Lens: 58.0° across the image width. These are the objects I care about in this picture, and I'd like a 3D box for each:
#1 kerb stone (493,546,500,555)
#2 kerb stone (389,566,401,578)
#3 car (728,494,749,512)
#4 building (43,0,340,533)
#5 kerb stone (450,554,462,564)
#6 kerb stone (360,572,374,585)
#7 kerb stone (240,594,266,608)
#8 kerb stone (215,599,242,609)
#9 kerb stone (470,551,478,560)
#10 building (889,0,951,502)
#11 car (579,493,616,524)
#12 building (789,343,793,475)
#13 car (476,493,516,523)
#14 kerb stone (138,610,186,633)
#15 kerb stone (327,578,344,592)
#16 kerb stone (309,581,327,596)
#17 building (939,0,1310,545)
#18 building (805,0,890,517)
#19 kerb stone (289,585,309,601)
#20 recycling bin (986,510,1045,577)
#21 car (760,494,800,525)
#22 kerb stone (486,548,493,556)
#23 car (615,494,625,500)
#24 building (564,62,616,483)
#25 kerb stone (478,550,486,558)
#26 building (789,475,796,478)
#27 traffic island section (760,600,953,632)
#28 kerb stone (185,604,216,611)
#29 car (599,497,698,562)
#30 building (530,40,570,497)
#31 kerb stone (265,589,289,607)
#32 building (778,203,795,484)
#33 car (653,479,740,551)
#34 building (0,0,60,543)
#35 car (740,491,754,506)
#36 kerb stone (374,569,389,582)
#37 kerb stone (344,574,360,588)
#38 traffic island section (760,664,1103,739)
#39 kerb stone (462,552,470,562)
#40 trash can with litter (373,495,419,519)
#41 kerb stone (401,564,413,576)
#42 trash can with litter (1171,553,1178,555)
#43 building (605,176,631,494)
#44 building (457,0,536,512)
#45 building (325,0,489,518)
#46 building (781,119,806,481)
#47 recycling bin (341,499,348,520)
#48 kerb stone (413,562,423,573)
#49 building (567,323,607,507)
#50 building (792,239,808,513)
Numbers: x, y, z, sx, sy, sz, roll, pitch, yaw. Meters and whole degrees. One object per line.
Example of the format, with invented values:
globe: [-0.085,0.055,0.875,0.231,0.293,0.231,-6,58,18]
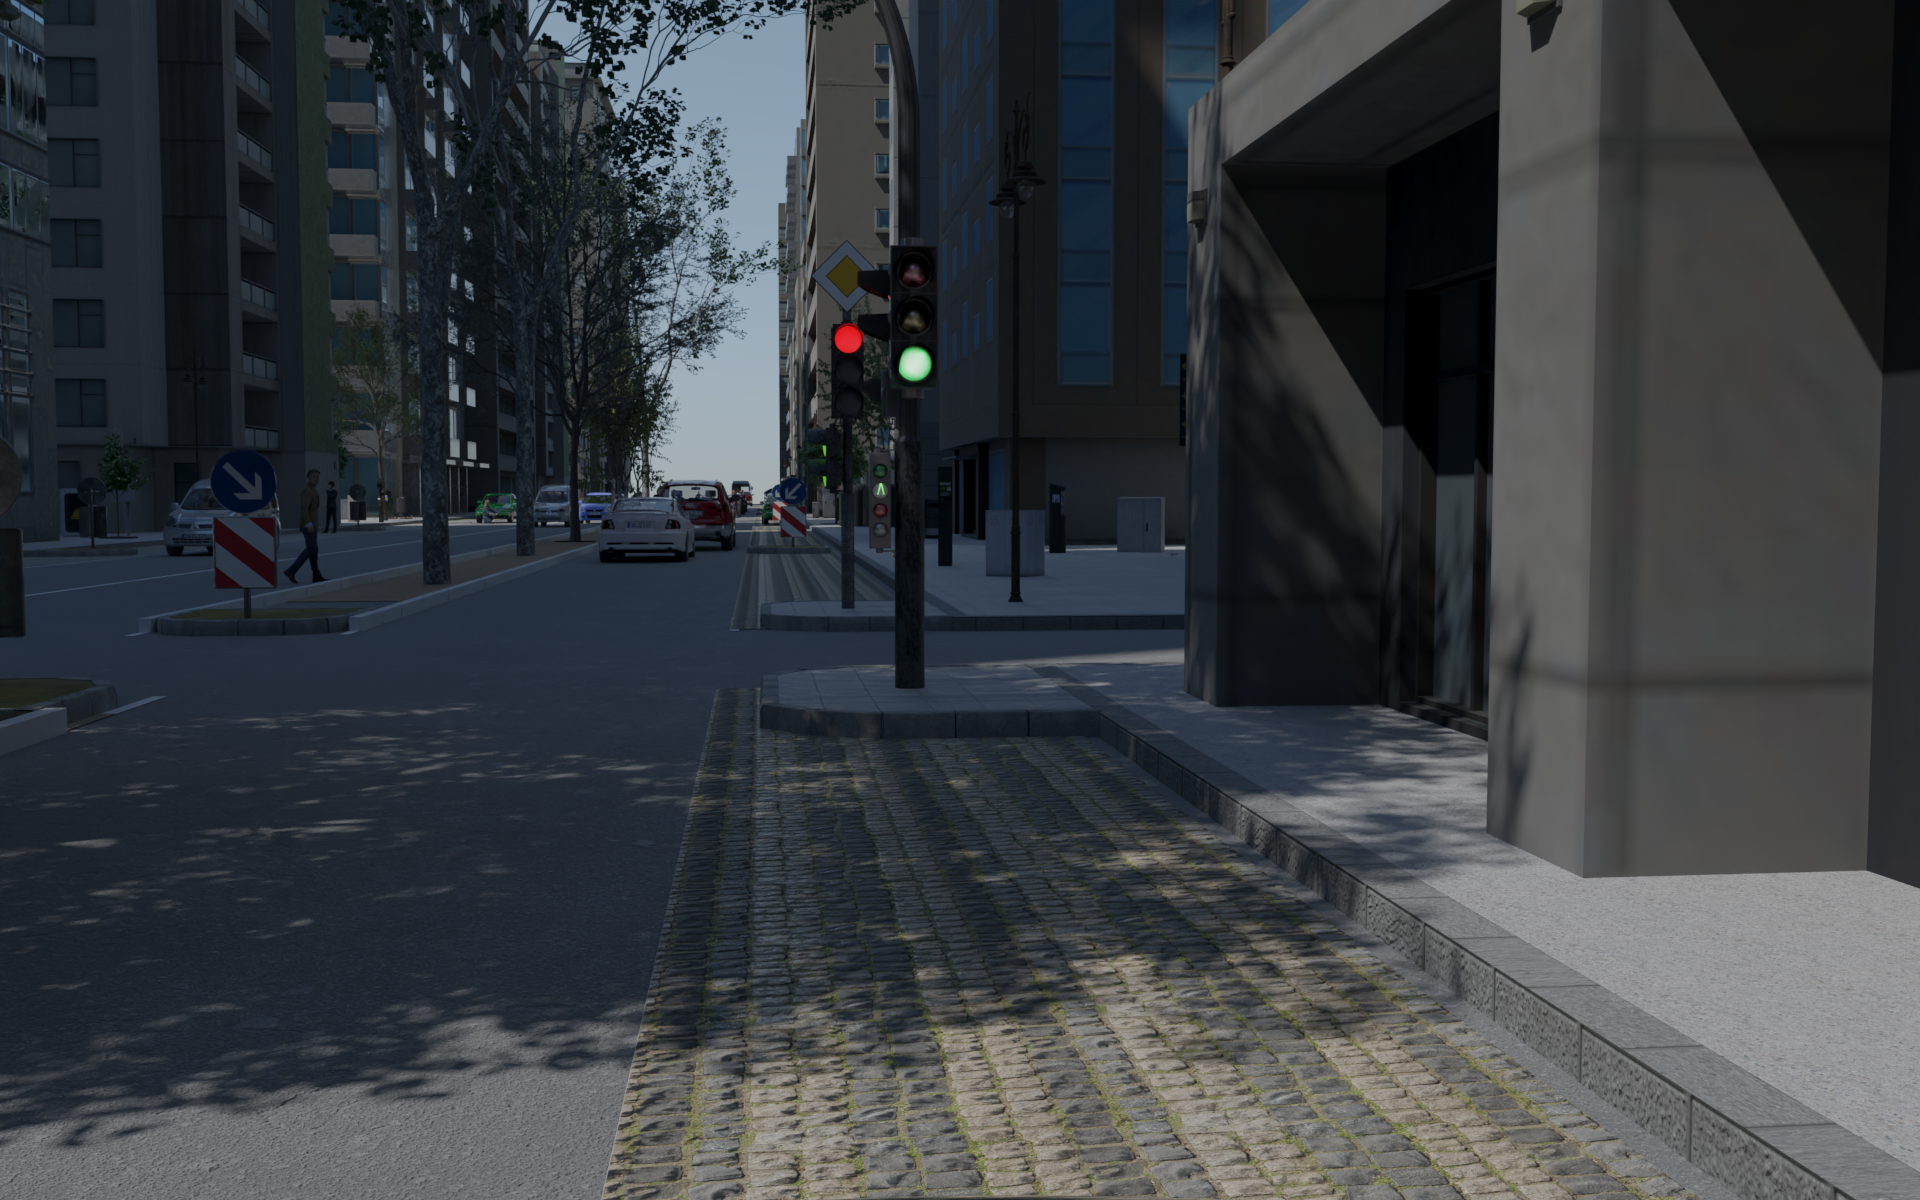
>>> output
kerb stone: [-11.020,-1.126,40.718,0.120,0.150,1.000,0,4,-7]
kerb stone: [-9.739,-0.447,29.528,0.120,0.150,1.000,0,4,-7]
car: [-17.889,-7.733,138.230,2.131,1.459,4.920,0,4,-8]
building: [-31.089,-23.066,60.726,14.154,41.232,14.086,0,4,-7]
kerb stone: [-10.440,-0.822,35.630,0.120,0.150,1.000,0,4,-7]
kerb stone: [-9.507,-0.323,27.484,0.120,0.150,1.000,0,4,-7]
kerb stone: [-8.799,0.052,21.370,0.120,0.150,1.000,0,4,-7]
kerb stone: [-8.677,0.113,20.352,0.120,0.150,1.000,0,4,-7]
kerb stone: [-10.676,-0.946,37.662,0.120,0.150,1.000,0,4,-7]
building: [7.280,-32.794,78.186,21.231,58.520,28.212,0,4,-7]
car: [-17.583,-4.574,84.382,1.945,1.707,3.694,0,4,-5]
building: [-5.023,-21.384,194.665,27.650,21.520,28.899,0,4,-7]
car: [-23.169,-4.788,87.087,1.959,1.807,4.718,0,4,-6]
kerb stone: [-8.446,0.237,18.315,0.120,0.150,1.000,0,4,-7]
kerb stone: [-9.275,-0.199,25.448,0.120,0.150,1.000,0,4,-7]
kerb stone: [-9.149,-0.133,24.434,0.120,0.150,1.000,0,4,-7]
building: [6.988,-24.410,49.211,14.600,45.320,14.200,0,4,-7]
building: [1.420,-29.572,107.202,21.300,48.544,21.600,0,4,-7]
kerb stone: [-9.033,-0.074,23.412,0.120,0.150,1.000,0,4,-7]
recycling bin: [0.868,-0.894,27.178,0.722,1.027,0.722,2,4,28]
car: [-8.478,-4.476,81.979,1.959,1.807,4.718,-1,4,-8]
kerb stone: [-10.908,-1.062,39.702,0.120,0.150,1.000,0,4,-7]
car: [-30.987,-8.926,156.159,2.015,1.641,3.980,0,4,-5]
building: [-57.699,-38.293,215.324,28.713,52.752,27.495,0,4,-7]
kerb stone: [-10.791,-1.008,38.678,0.120,0.150,1.000,0,4,-7]
building: [0.401,-28.592,159.358,32.217,40.220,23.993,0,4,-7]
traffic island section: [-1.234,0.173,19.454,2.009,0.180,2.903,0,4,-7]
kerb stone: [-8.558,0.175,19.336,0.120,0.150,1.000,0,4,-7]
car: [-6.820,-1.565,37.952,2.083,1.381,4.827,0,4,-6]
building: [-42.087,-28.579,150.860,14.154,41.232,14.086,0,4,-7]
kerb stone: [-8.911,-0.012,22.392,0.120,0.150,1.000,0,4,-7]
building: [-18.659,-34.378,245.679,14.154,41.232,14.086,0,4,-7]
car: [-6.915,-2.238,45.263,2.281,1.827,5.304,0,4,-6]
building: [-32.067,-43.784,28.544,22.319,86.520,31.000,0,4,-7]
car: [-25.420,-11.929,203.711,2.281,1.827,5.304,0,4,-6]
kerb stone: [-9.616,-0.383,28.501,0.120,0.150,1.000,0,4,-7]
kerb stone: [-9.384,-0.261,26.464,0.120,0.150,1.000,0,4,-7]
traffic island section: [-0.321,0.658,11.521,2.009,0.180,2.903,0,4,-7]
kerb stone: [-10.560,-0.877,36.648,0.120,0.150,1.000,0,4,-7]
trash can with litter: [-28.879,-4.741,88.571,2.233,1.210,1.678,1,4,14]
kerb stone: [-9.849,-0.511,30.551,0.120,0.150,1.000,0,4,-7]
trash can with litter: [5.462,-1.515,35.835,2.233,1.210,1.678,3,4,36]
building: [-52.795,-35.899,237.059,14.600,45.320,14.200,0,4,-7]
building: [-44.691,-31.046,131.296,21.300,48.544,21.600,0,4,-7]
building: [-42.363,-29.681,104.893,23.786,49.044,30.456,0,4,-7]
building: [-11.207,-36.961,223.920,23.786,49.044,30.456,0,4,-7]
recycling bin: [-31.159,-4.556,87.044,0.722,1.027,0.722,-3,4,-38]
kerb stone: [-9.966,-0.570,31.567,0.120,0.150,1.000,0,4,-7]
building: [-53.677,-20.961,187.746,27.650,21.520,28.899,0,4,-7]
building: [1.504,-17.642,133.485,27.650,21.520,28.899,0,4,-7]
